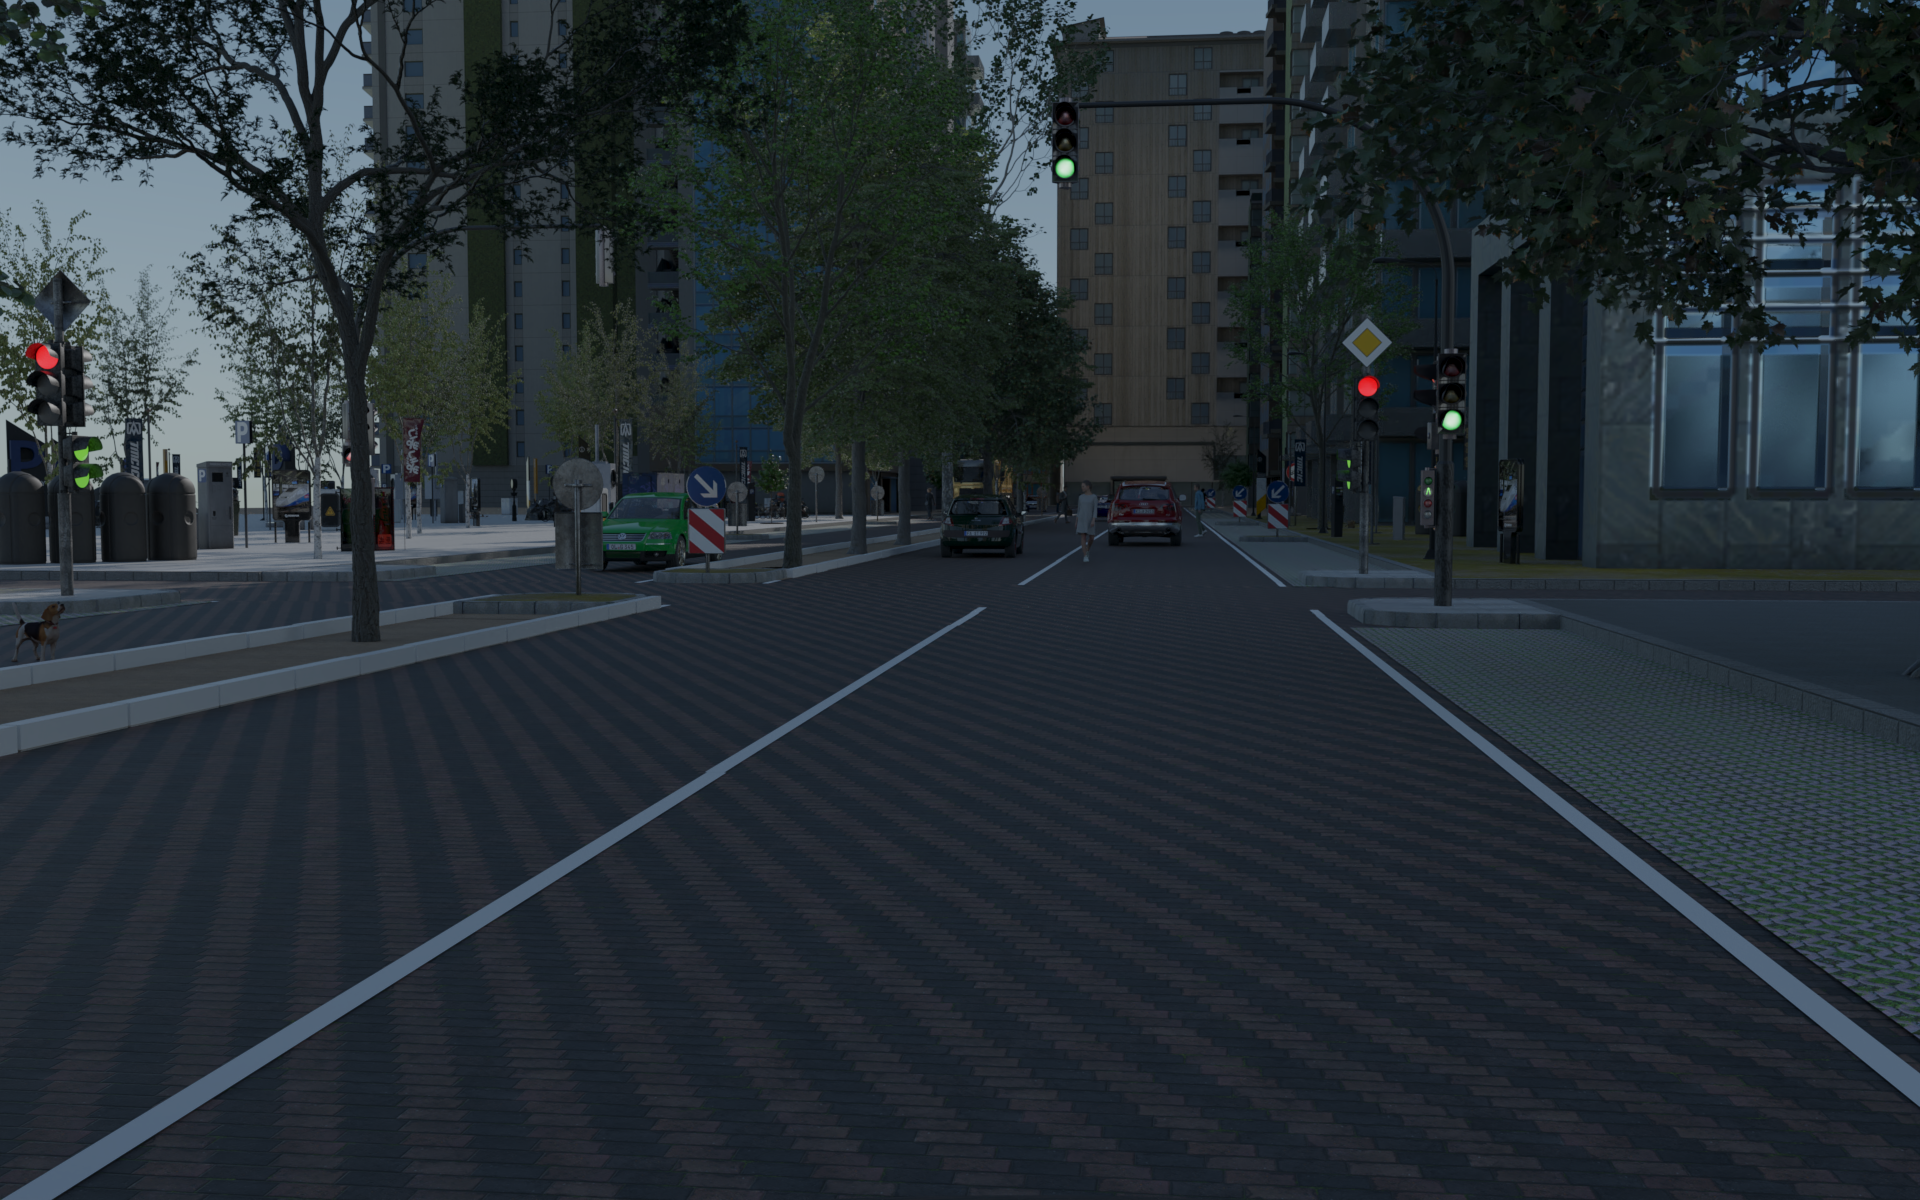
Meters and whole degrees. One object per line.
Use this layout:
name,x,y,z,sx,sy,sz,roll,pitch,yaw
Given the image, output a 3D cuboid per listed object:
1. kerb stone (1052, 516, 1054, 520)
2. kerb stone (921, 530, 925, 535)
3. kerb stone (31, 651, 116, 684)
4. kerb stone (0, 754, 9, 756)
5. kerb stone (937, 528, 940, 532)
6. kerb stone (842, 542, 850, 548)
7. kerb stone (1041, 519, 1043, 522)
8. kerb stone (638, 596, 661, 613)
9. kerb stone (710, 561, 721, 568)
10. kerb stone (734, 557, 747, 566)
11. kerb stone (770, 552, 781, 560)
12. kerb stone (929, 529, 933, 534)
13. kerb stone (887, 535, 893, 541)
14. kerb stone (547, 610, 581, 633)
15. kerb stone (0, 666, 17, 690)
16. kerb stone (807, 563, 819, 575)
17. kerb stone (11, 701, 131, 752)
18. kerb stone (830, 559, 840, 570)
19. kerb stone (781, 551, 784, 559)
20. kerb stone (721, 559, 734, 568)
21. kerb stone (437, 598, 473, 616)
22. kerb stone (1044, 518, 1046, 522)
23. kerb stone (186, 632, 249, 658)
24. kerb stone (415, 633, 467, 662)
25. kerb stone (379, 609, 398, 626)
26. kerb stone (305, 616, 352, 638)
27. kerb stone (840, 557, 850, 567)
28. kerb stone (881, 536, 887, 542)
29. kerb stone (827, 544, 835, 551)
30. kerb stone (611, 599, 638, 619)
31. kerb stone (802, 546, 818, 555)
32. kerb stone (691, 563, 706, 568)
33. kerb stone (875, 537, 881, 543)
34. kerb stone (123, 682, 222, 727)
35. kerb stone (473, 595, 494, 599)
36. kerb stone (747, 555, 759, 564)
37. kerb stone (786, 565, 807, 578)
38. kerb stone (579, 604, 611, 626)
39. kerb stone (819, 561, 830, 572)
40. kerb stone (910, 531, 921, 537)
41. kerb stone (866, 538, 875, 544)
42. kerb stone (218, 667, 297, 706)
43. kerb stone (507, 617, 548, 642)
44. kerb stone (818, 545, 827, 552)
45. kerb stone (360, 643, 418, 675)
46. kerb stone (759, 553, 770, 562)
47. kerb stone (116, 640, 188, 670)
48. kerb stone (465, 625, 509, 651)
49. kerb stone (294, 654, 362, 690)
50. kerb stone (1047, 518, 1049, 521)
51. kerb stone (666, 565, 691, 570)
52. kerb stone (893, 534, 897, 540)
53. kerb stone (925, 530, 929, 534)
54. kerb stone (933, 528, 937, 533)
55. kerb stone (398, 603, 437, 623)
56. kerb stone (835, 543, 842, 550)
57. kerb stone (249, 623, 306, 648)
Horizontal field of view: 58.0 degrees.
kerb stone,4.907,-4.451,95.096,0.120,0.150,1.000,0,4,7
kerb stone,-1.422,-2.295,59.760,0.120,0.150,1.000,0,4,7
kerb stone,-6.937,0.534,13.464,0.120,0.150,1.000,0,4,7
kerb stone,-5.342,0.800,9.108,0.120,0.150,1.000,0,4,7
kerb stone,-0.935,-2.544,63.840,0.120,0.150,1.000,0,4,7
kerb stone,-3.115,-1.427,45.523,0.120,0.150,1.000,0,4,7
kerb stone,3.935,-3.954,86.958,0.120,0.150,1.000,0,4,7
kerb stone,-3.881,0.054,21.310,0.120,0.150,1.000,0,4,7
kerb stone,-4.689,-0.618,32.292,0.120,0.150,1.000,0,4,7
kerb stone,-4.451,-0.740,34.349,0.120,0.150,1.000,0,4,7
kerb stone,-4.085,-0.926,37.399,0.120,0.150,1.000,0,4,7
kerb stone,-1.173,-2.422,61.796,0.120,0.150,1.000,0,4,7
kerb stone,-2.266,-1.862,52.637,0.120,0.150,1.000,0,4,7
kerb stone,-4.254,0.241,18.261,0.120,0.150,1.000,0,4,7
kerb stone,-7.057,0.596,12.443,0.120,0.150,1.000,0,4,7
kerb stone,-2.734,-0.539,31.018,0.120,0.150,1.000,0,4,7
kerb stone,-5.221,0.738,10.129,0.120,0.150,1.000,0,4,7
kerb stone,-2.493,-0.664,33.059,0.120,0.150,1.000,0,4,7
kerb stone,-3.958,-0.992,38.415,0.120,0.150,1.000,0,4,7
kerb stone,-4.571,-0.679,33.324,0.120,0.150,1.000,0,4,7
kerb stone,-6.083,0.098,20.595,0.120,0.150,1.000,0,4,7
kerb stone,4.181,-4.085,88.988,0.120,0.150,1.000,0,4,7
kerb stone,-6.704,0.410,15.498,0.120,0.150,1.000,0,4,7
kerb stone,-4.615,0.427,15.216,0.120,0.150,1.000,0,4,7
kerb stone,-6.328,0.223,18.557,0.120,0.150,1.000,0,4,7
kerb stone,-6.454,0.285,17.541,0.120,0.150,1.000,0,4,7
kerb stone,-2.366,-0.727,34.086,0.120,0.150,1.000,0,4,7
kerb stone,-2.390,-1.796,51.623,0.120,0.150,1.000,0,4,7
kerb stone,-3.354,-1.302,43.491,0.120,0.150,1.000,0,4,7
kerb stone,-4.011,0.118,20.296,0.120,0.150,1.000,0,4,7
kerb stone,-3.608,-1.176,41.462,0.120,0.150,1.000,0,4,7
kerb stone,-4.810,-0.553,31.269,0.120,0.150,1.000,0,4,7
kerb stone,-2.510,-1.738,50.607,0.120,0.150,1.000,0,4,7
kerb stone,-5.097,0.676,11.143,0.120,0.150,1.000,0,4,7
kerb stone,-5.970,0.036,21.611,0.120,0.150,1.000,0,4,7
kerb stone,-4.325,-0.806,35.366,0.120,0.150,1.000,0,4,7
kerb stone,-2.848,-0.477,30.001,0.120,0.150,1.000,0,4,7
kerb stone,-4.131,0.179,19.275,0.120,0.150,1.000,0,4,7
kerb stone,-2.600,-0.600,32.039,0.120,0.150,1.000,0,4,7
kerb stone,-1.543,-2.233,58.731,0.120,0.150,1.000,0,4,7
kerb stone,-2.637,-1.676,49.592,0.120,0.150,1.000,0,4,7
kerb stone,-4.979,0.614,12.158,0.120,0.150,1.000,0,4,7
kerb stone,-4.369,0.303,17.245,0.120,0.150,1.000,0,4,7
kerb stone,-3.481,-1.240,42.477,0.120,0.150,1.000,0,4,7
kerb stone,-4.734,0.494,14.191,0.120,0.150,1.000,0,4,7
kerb stone,-4.207,-0.864,36.384,0.120,0.150,1.000,0,4,7
kerb stone,-6.814,0.473,14.482,0.120,0.150,1.000,0,4,7
kerb stone,-4.498,0.365,16.232,0.120,0.150,1.000,0,4,7
kerb stone,-4.857,0.552,13.176,0.120,0.150,1.000,0,4,7
kerb stone,4.432,-4.210,91.029,0.120,0.150,1.000,0,4,7
kerb stone,-4.941,-0.493,30.249,0.120,0.150,1.000,0,4,7
kerb stone,-2.149,-1.922,53.653,0.120,0.150,1.000,0,4,7
kerb stone,-1.300,-2.352,60.782,0.120,0.150,1.000,0,4,7
kerb stone,-1.064,-2.484,62.812,0.120,0.150,1.000,0,4,7
kerb stone,-6.211,0.160,19.581,0.120,0.150,1.000,0,4,7
kerb stone,-3.239,-1.362,44.507,0.120,0.150,1.000,0,4,7
kerb stone,-6.570,0.354,16.523,0.120,0.150,1.000,0,4,7
